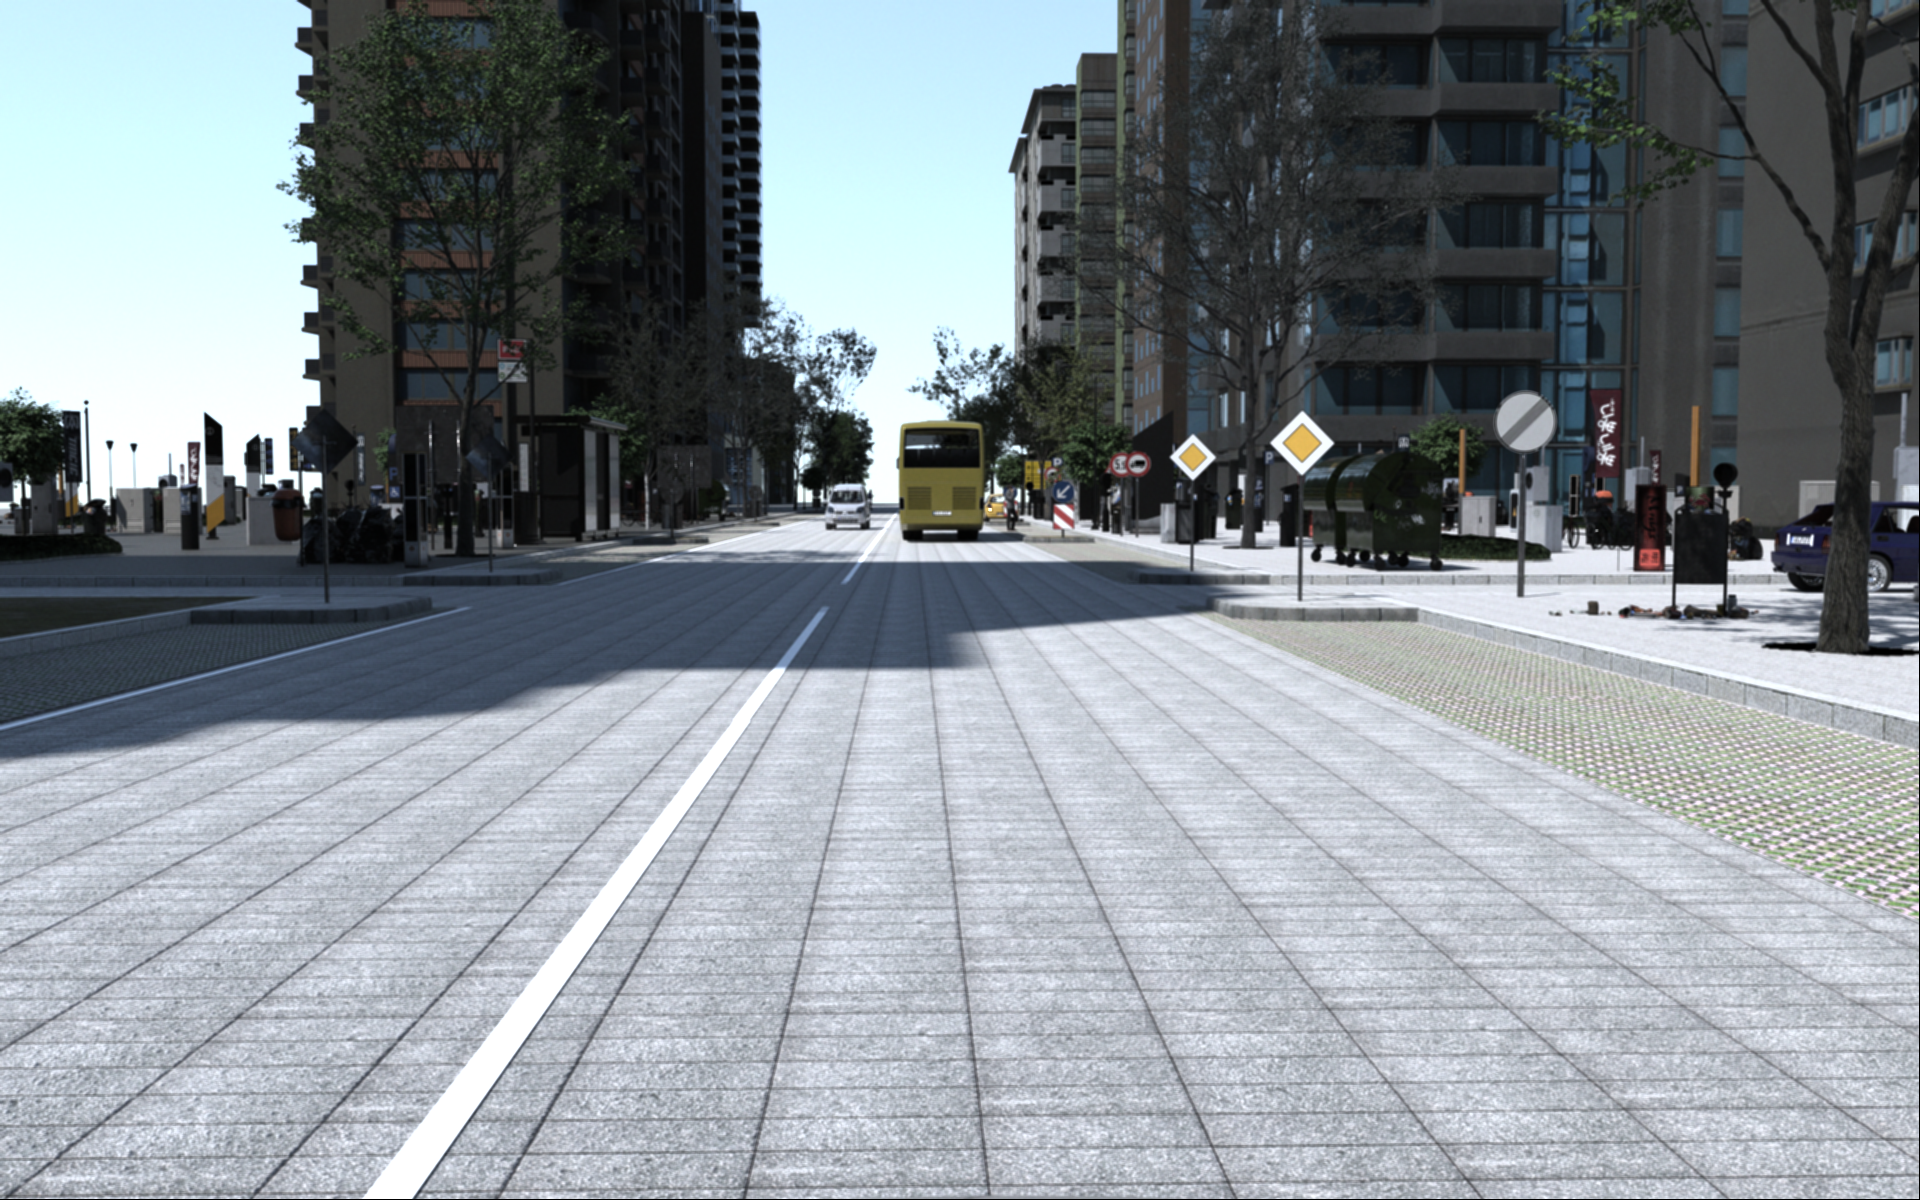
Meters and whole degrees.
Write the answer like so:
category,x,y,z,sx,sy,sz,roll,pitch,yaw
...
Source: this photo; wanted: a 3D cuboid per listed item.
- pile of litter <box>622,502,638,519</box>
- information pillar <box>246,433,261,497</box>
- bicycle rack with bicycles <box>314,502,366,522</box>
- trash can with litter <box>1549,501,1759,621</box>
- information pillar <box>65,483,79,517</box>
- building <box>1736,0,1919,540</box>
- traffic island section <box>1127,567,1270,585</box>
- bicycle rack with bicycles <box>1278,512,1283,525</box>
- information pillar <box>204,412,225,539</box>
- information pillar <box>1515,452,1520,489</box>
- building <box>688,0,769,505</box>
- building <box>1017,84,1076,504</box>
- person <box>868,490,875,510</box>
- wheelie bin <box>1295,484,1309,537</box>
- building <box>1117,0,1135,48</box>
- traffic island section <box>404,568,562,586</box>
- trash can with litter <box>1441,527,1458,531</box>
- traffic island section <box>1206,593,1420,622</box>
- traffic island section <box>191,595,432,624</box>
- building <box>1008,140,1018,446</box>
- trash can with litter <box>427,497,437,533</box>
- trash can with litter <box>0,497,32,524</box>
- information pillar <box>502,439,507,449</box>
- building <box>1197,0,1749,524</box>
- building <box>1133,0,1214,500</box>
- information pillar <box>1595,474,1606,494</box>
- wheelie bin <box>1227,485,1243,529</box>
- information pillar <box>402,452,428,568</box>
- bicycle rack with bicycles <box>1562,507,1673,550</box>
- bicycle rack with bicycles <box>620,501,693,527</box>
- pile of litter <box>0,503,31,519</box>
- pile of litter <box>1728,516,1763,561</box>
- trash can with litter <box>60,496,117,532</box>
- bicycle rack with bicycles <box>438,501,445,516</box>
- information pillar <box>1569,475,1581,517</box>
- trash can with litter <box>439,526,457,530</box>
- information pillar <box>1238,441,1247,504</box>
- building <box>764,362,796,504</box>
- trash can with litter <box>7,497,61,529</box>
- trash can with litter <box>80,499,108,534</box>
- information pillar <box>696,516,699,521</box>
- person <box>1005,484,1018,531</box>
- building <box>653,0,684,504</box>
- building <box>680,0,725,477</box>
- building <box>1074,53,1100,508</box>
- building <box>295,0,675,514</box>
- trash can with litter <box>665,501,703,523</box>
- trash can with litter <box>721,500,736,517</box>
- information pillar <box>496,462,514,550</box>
category,x,y,z,sx,sy,sz,roll,pitch,yaw
pile of litter,-16.900,-4.532,88.056,1.719,0.858,1.176,-1,4,-14
information pillar,-27.030,-4.585,66.317,0.504,3.616,0.183,-2,4,-28
bicycle rack with bicycles,-27.448,-3.918,77.443,2.925,0.926,2.852,-3,5,-43
trash can with litter,7.382,-0.442,18.293,2.233,1.210,1.678,1,4,13
information pillar,-36.780,-4.910,71.638,0.504,3.616,0.183,-2,4,-27
building,33.325,-25.784,45.267,21.600,48.544,21.300,0,4,-2
traffic island section,3.868,-0.396,28.752,2.009,0.180,2.903,0,4,-2
bicycle rack with bicycles,13.028,-3.102,64.101,2.925,0.926,2.852,3,5,40
information pillar,-21.125,-3.529,49.046,0.504,3.616,0.183,-1,4,-22
information pillar,22.126,-4.712,68.398,0.504,3.616,0.183,-2,4,-27
building,-34.023,-54.758,207.971,22.319,86.520,31.000,0,4,-2
building,22.882,-38.652,221.196,28.713,52.752,27.495,0,4,-2
person,-7.987,-9.045,156.259,0.599,1.838,0.709,-3,5,-42
wheelie bin,10.318,-2.679,51.718,0.980,1.594,0.693,0,4,8
building,18.188,-27.073,126.231,14.154,41.232,14.086,0,4,-2
traffic island section,-7.719,-0.376,28.430,2.009,0.180,2.903,0,4,-2
trash can with litter,16.666,-3.031,60.618,1.678,1.210,2.233,-1,4,-18
traffic island section,4.095,0.092,20.770,2.009,0.180,2.903,0,4,-2
traffic island section,-7.492,0.112,20.448,2.009,0.180,2.903,0,4,-2
building,21.981,-40.388,249.579,28.713,52.752,27.495,0,4,-2
trash can with litter,-17.449,-2.796,57.103,0.624,1.170,1.055,-2,4,-28
trash can with litter,-41.085,-3.940,75.485,2.233,1.210,1.678,-2,4,-34
information pillar,-19.395,-5.042,73.785,0.183,3.616,0.504,-2,4,-32
building,24.584,-28.646,87.968,23.786,49.044,30.456,0,4,-2
building,19.032,-28.234,111.731,14.600,45.320,14.200,0,4,-2
information pillar,21.995,-3.365,59.517,0.304,2.012,0.304,2,4,28
wheelie bin,9.954,-3.368,62.976,0.693,1.594,0.980,1,4,8
information pillar,-9.491,-1.571,30.176,0.304,2.012,0.304,1,4,11
bicycle rack with bicycles,15.368,-1.658,40.497,2.852,0.926,2.925,0,4,4
bicycle rack with bicycles,-12.501,-3.415,69.209,2.925,0.926,2.852,2,4,33
pile of litter,-48.730,-4.607,89.295,1.719,0.858,1.176,0,4,-8
pile of litter,14.966,-1.213,33.796,1.719,0.858,1.176,-2,4,-26
trash can with litter,-29.313,-2.960,59.453,1.678,1.210,2.233,0,4,6
bicycle rack with bicycles,-27.426,-4.637,89.189,2.852,0.926,2.925,2,4,33
information pillar,23.862,-3.836,67.214,0.304,2.012,0.304,3,5,41
trash can with litter,-18.973,-3.076,61.348,2.233,1.210,1.678,-1,4,-15
information pillar,12.096,-5.046,73.863,0.183,3.616,0.504,-3,5,-43
building,-37.559,-24.156,239.986,27.650,21.520,28.899,0,4,-2
trash can with litter,-33.818,-3.268,64.495,2.233,1.210,1.678,1,4,12
trash can with litter,-21.128,-1.863,41.853,1.055,1.170,0.624,2,4,23
information pillar,-12.529,-5.592,82.782,0.183,3.616,0.504,0,4,-7
person,1.990,-3.561,66.898,0.473,1.802,0.592,3,5,40
building,-31.371,-42.977,140.933,20.563,71.187,20.611,0,4,-2
building,-29.458,-31.138,159.209,14.600,45.320,14.200,0,4,-2
building,17.801,-29.422,164.636,14.154,41.232,14.086,0,4,-2
building,-31.470,-28.261,116.687,22.147,44.769,28.867,0,4,-2
trash can with litter,-12.558,-4.033,76.994,2.233,1.210,1.678,1,4,17
trash can with litter,-12.952,-5.167,95.871,1.055,1.170,0.624,-3,4,-36
information pillar,-10.562,-2.183,40.190,0.304,2.012,0.304,-3,5,-39
